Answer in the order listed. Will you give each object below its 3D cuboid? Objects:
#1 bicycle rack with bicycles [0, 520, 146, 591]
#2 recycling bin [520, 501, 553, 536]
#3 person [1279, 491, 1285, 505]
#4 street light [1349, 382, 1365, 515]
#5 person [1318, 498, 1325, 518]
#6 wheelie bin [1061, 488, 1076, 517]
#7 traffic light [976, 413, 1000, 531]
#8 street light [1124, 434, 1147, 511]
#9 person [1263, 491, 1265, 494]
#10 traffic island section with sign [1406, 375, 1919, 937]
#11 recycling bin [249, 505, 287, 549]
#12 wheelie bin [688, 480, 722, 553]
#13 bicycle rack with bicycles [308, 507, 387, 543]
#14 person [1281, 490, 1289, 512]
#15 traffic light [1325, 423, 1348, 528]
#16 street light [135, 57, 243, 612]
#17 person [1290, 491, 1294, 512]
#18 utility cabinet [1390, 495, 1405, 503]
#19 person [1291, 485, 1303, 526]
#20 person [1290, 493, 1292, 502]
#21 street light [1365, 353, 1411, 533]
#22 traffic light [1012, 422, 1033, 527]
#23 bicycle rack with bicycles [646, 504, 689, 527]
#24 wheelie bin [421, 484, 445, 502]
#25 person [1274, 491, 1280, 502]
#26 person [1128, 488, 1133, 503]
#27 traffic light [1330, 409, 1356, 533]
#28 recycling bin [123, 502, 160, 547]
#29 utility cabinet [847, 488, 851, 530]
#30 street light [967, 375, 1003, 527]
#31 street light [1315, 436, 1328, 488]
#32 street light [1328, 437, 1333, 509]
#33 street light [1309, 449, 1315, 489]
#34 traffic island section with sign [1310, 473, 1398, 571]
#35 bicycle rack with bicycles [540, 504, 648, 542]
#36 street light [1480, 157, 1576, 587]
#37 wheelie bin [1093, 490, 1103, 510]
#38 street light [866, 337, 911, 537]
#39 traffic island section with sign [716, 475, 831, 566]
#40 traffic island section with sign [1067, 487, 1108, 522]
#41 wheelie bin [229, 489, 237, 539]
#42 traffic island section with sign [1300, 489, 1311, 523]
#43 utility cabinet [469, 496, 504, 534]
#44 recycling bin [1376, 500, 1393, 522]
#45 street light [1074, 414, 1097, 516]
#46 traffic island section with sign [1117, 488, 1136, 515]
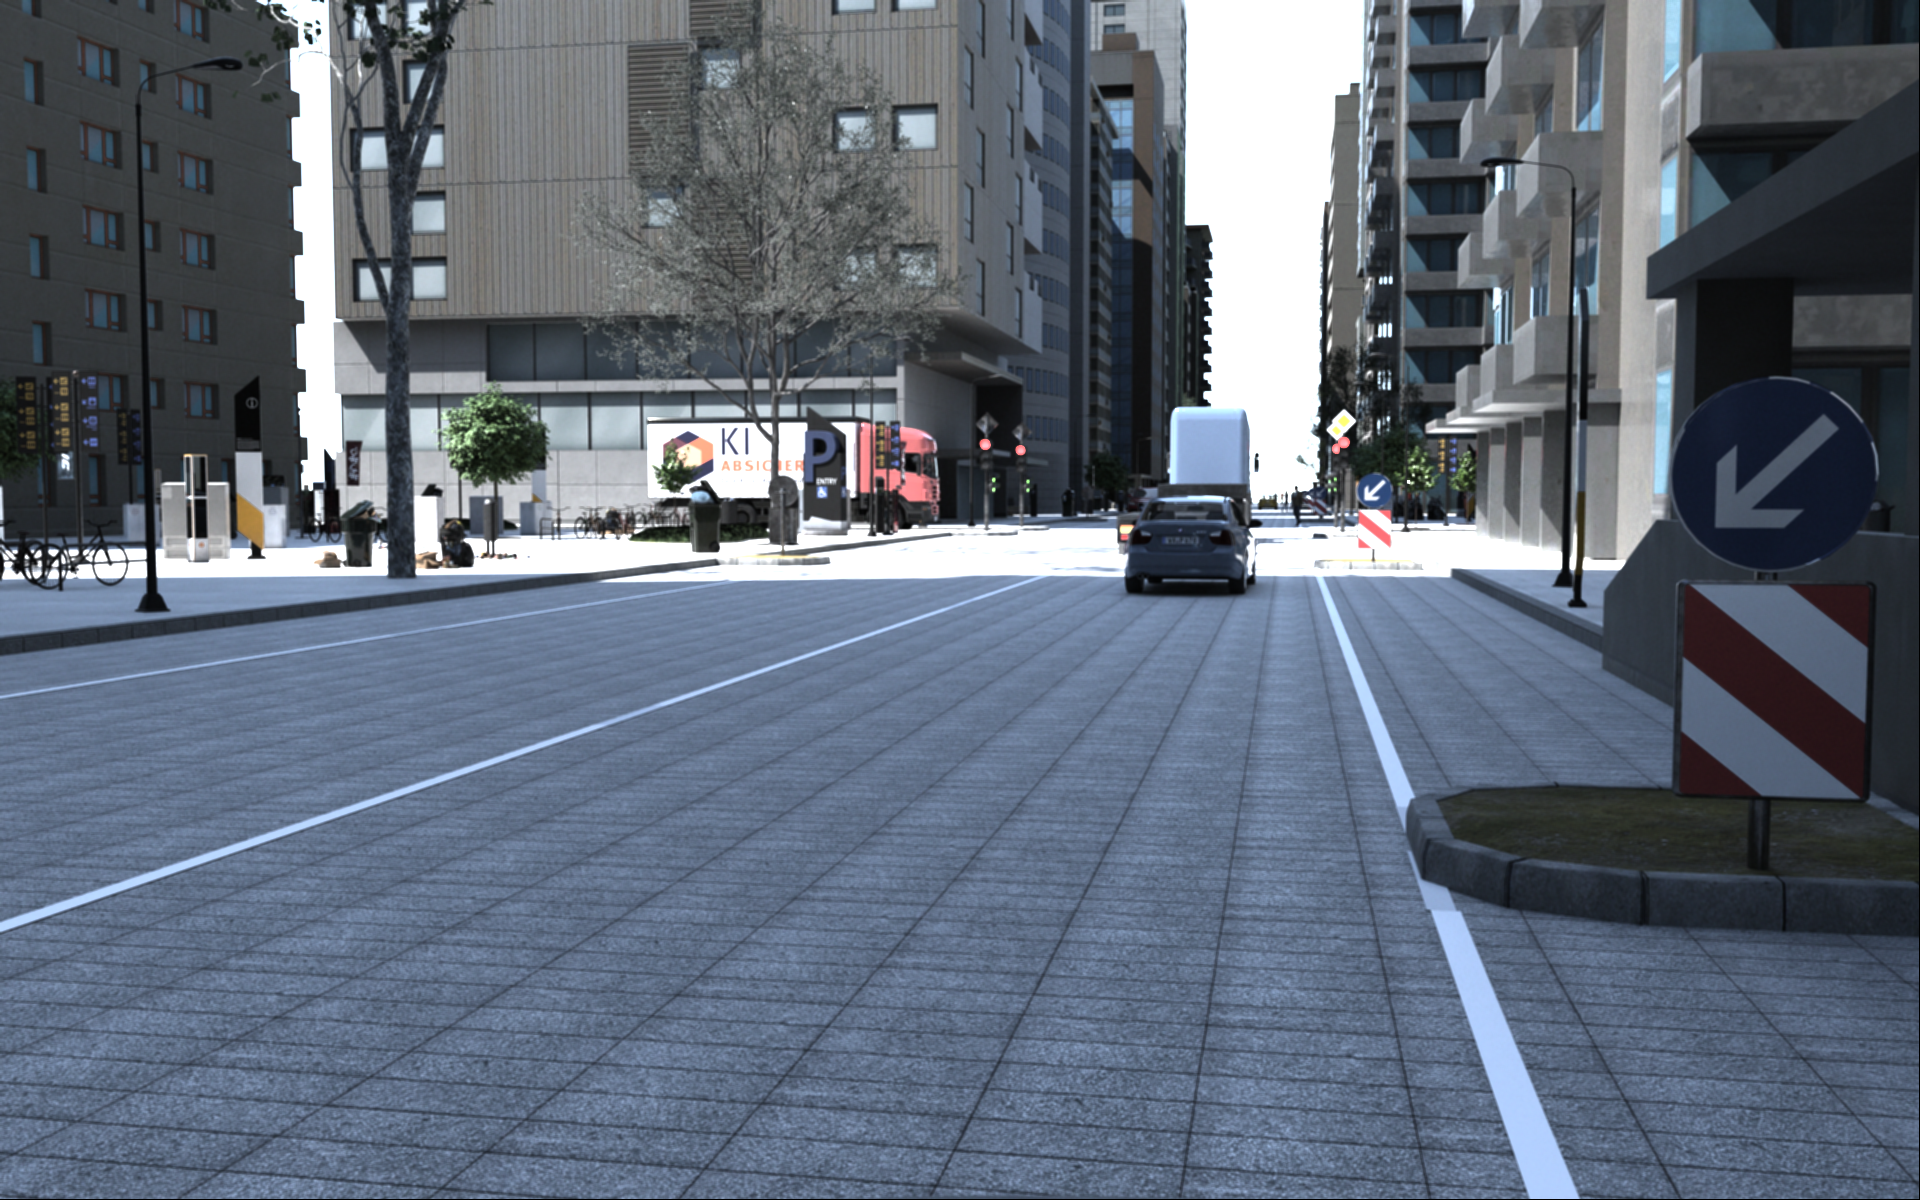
[{"bbox_3d":[-12.750,-0.640,23.852,2.852,0.926,2.925,1,4,14],"label":"bicycle rack with bicycles"},{"bbox_3d":[-13.201,-2.531,53.938,0.722,1.027,0.722,2,4,34],"label":"recycling bin"},{"bbox_3d":[41.448,-13.114,222.875,1.348,1.831,0.705,0,4,-5],"label":"person"},{"bbox_3d":[17.014,-6.082,71.987,1.470,5.913,1.316,1,4,11],"label":"street light"},{"bbox_3d":[21.457,-5.728,102.708,0.362,1.759,0.519,3,5,40],"label":"person"},{"bbox_3d":[6.126,-5.491,97.692,0.693,1.594,0.980,1,4,17],"label":"wheelie bin"},{"bbox_3d":[0.935,-4.325,59.636,0.839,4.253,0.868,1,4,11],"label":"traffic light"},{"bbox_3d":[13.397,-9.851,133.597,1.470,5.913,1.316,1,4,11],"label":"street light"},{"bbox_3d":[41.648,-13.988,237.218,1.348,1.822,0.705,0,4,4],"label":"person"},{"bbox_3d":[2.770,0.123,6.617,1.989,1.847,2.006,1,4,11],"label":"traffic island section with sign"},{"bbox_3d":[-16.255,-1.719,40.653,0.722,1.027,0.722,-1,4,-11],"label":"recycling bin"},{"bbox_3d":[-5.580,-1.828,37.800,0.693,1.594,0.980,-1,4,-20],"label":"wheelie bin"},{"bbox_3d":[-15.724,-2.014,46.314,2.852,0.926,2.925,-3,5,-44],"label":"bicycle rack with bicycles"},{"bbox_3d":[25.913,-7.880,137.929,0.643,1.750,0.593,1,4,21],"label":"person"},{"bbox_3d":[14.177,-4.670,65.282,0.839,4.253,0.868,1,4,11],"label":"traffic light"},{"bbox_3d":[-8.307,-2.821,18.673,1.470,5.913,1.316,1,4,11],"label":"street light"},{"bbox_3d":[26.859,-7.963,139.700,0.512,1.701,0.522,1,4,13],"label":"person"},{"bbox_3d":[26.076,-5.650,103.541,1.020,1.237,0.306,-1,4,-20],"label":"utility cabinet"},{"bbox_3d":[15.200,-4.262,78.091,0.656,1.842,0.836,2,4,29],"label":"person"},{"bbox_3d":[50.981,-15.685,266.426,0.415,1.643,0.593,2,4,33],"label":"person"},{"bbox_3d":[14.190,-5.174,57.141,1.470,5.913,1.316,1,4,11],"label":"street light"},{"bbox_3d":[2.420,-4.805,67.482,0.839,4.253,0.868,1,4,11],"label":"traffic light"},{"bbox_3d":[-11.126,-2.950,61.620,2.852,0.926,2.925,-2,4,-32],"label":"bicycle rack with bicycles"},{"bbox_3d":[-16.757,-2.880,54.992,0.693,1.594,0.980,-2,4,-35],"label":"wheelie bin"},{"bbox_3d":[34.716,-11.065,190.135,0.721,1.736,1.217,-3,5,-42],"label":"person"},{"bbox_3d":[9.668,-5.425,97.375,0.526,1.800,0.537,3,4,36],"label":"person"},{"bbox_3d":[12.692,-4.191,57.435,0.839,4.253,0.868,1,4,11],"label":"traffic light"},{"bbox_3d":[-20.006,-1.821,42.334,0.722,1.027,0.722,-2,4,-34],"label":"recycling bin"},{"bbox_3d":[-4.248,-3.201,61.007,0.318,1.500,1.173,2,4,25],"label":"utility cabinet"},{"bbox_3d":[0.992,-5.829,67.843,1.470,5.913,1.316,1,4,11],"label":"street light"},{"bbox_3d":[30.961,-10.632,146.373,1.470,5.913,1.316,1,4,11],"label":"street light"},{"bbox_3d":[23.251,-8.114,105.202,1.470,5.913,1.316,1,4,11],"label":"street light"},{"bbox_3d":[37.307,-12.683,179.902,1.470,5.913,1.316,1,4,11],"label":"street light"},{"bbox_3d":[7.824,-1.511,33.326,1.989,1.847,2.006,1,4,11],"label":"traffic island section with sign"},{"bbox_3d":[-10.465,-2.119,48.031,2.852,0.926,2.925,-1,4,-23],"label":"bicycle rack with bicycles"},{"bbox_3d":[7.867,-3.144,23.953,1.470,5.913,1.316,1,4,11],"label":"street light"},{"bbox_3d":[10.710,-7.828,135.897,0.980,1.594,0.693,0,4,-1],"label":"wheelie bin"},{"bbox_3d":[-2.099,-4.823,51.395,1.470,5.913,1.316,1,4,11],"label":"street light"},{"bbox_3d":[-3.720,-1.633,35.326,1.989,1.847,2.006,1,4,11],"label":"traffic island section with sign"},{"bbox_3d":[6.643,-4.983,90.093,1.989,1.847,2.006,1,4,11],"label":"traffic island section with sign"},{"bbox_3d":[-20.987,-2.529,49.253,0.980,1.594,0.693,3,5,44],"label":"wheelie bin"},{"bbox_3d":[18.062,-4.821,87.448,1.989,1.847,2.006,1,4,11],"label":"traffic island section with sign"},{"bbox_3d":[-15.084,-2.692,55.179,1.020,1.237,0.306,-1,4,-10],"label":"utility cabinet"},{"bbox_3d":[19.591,-4.125,79.995,0.722,1.027,0.722,0,4,6],"label":"recycling bin"},{"bbox_3d":[7.249,-7.848,100.863,1.470,5.913,1.316,1,4,11],"label":"street light"},{"bbox_3d":[11.656,-6.603,116.579,1.989,1.847,2.006,1,4,11],"label":"traffic island section with sign"}]
